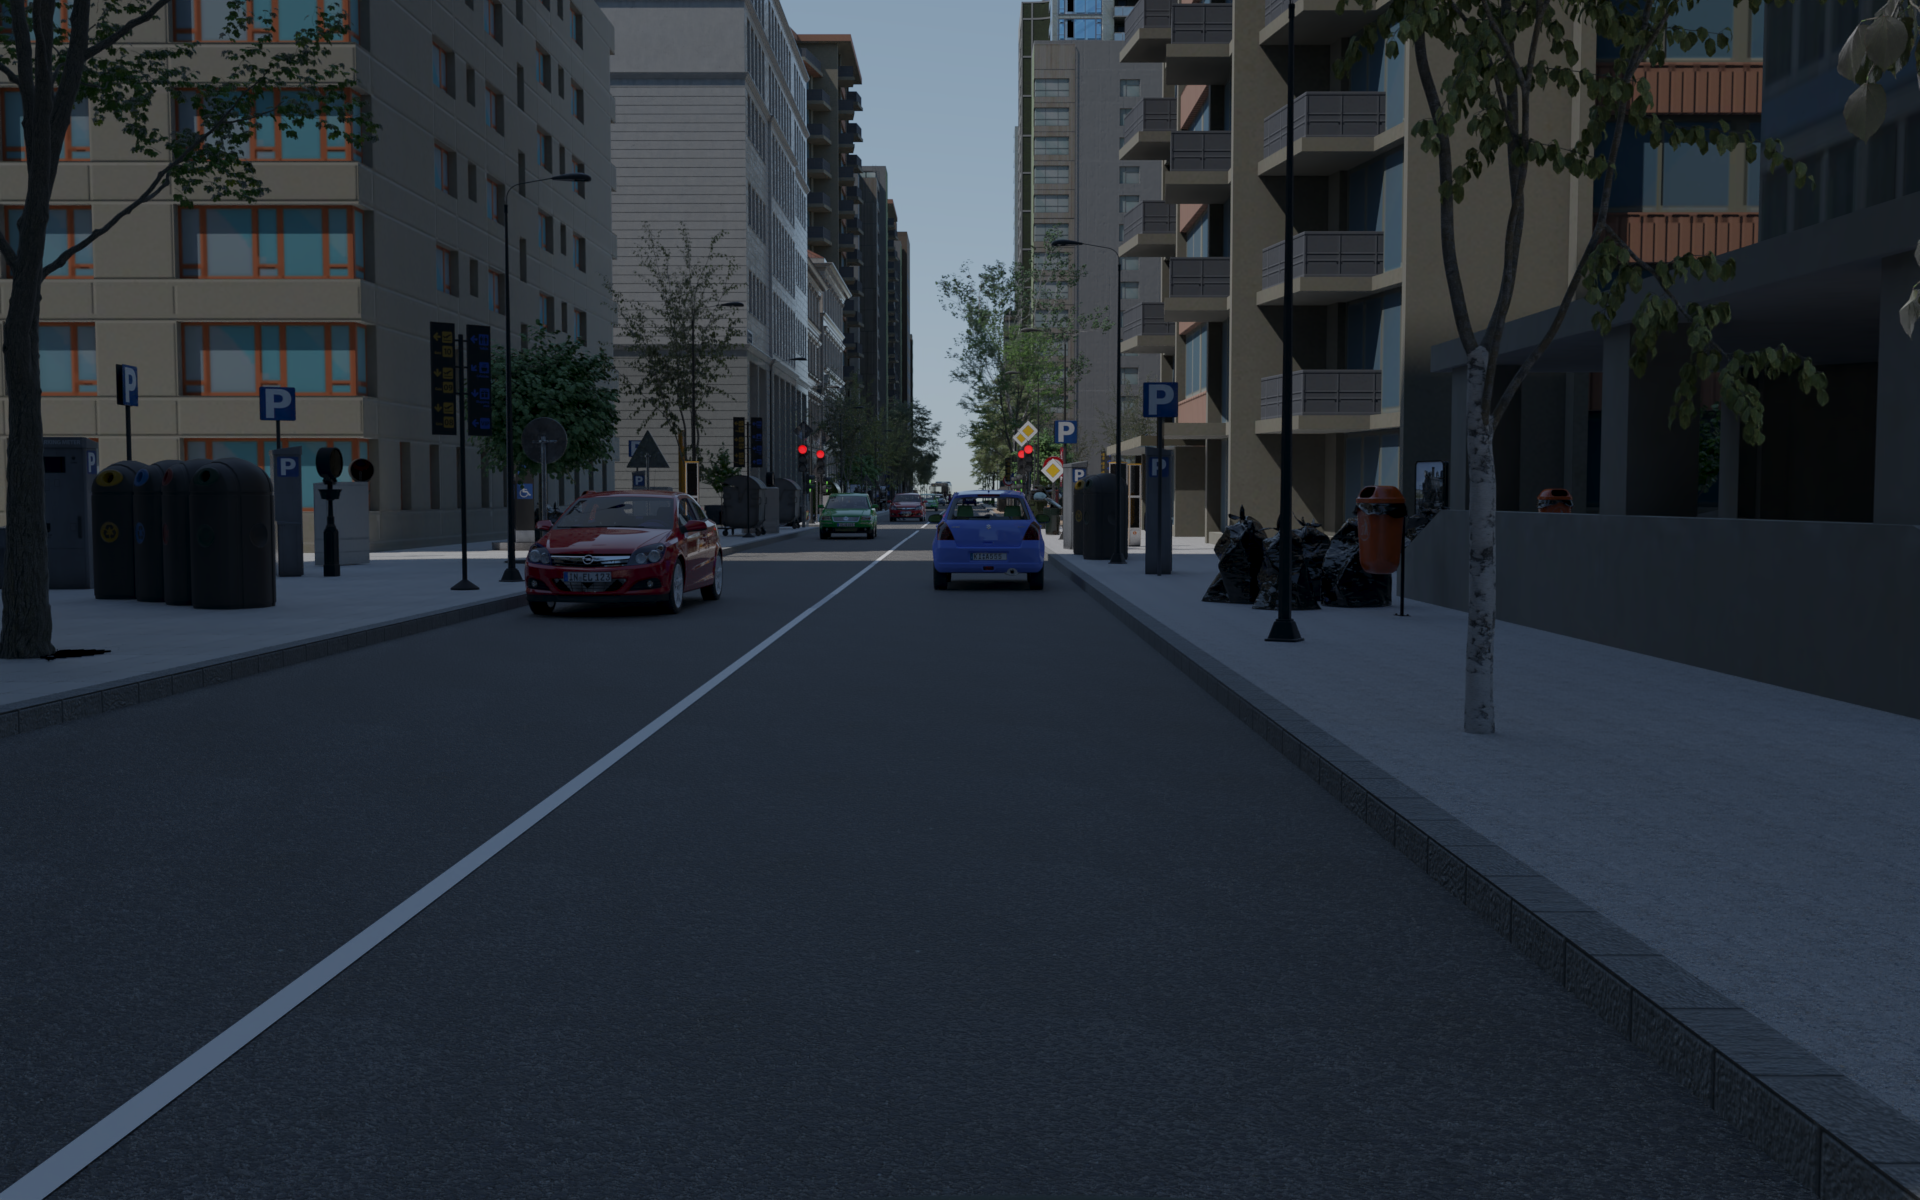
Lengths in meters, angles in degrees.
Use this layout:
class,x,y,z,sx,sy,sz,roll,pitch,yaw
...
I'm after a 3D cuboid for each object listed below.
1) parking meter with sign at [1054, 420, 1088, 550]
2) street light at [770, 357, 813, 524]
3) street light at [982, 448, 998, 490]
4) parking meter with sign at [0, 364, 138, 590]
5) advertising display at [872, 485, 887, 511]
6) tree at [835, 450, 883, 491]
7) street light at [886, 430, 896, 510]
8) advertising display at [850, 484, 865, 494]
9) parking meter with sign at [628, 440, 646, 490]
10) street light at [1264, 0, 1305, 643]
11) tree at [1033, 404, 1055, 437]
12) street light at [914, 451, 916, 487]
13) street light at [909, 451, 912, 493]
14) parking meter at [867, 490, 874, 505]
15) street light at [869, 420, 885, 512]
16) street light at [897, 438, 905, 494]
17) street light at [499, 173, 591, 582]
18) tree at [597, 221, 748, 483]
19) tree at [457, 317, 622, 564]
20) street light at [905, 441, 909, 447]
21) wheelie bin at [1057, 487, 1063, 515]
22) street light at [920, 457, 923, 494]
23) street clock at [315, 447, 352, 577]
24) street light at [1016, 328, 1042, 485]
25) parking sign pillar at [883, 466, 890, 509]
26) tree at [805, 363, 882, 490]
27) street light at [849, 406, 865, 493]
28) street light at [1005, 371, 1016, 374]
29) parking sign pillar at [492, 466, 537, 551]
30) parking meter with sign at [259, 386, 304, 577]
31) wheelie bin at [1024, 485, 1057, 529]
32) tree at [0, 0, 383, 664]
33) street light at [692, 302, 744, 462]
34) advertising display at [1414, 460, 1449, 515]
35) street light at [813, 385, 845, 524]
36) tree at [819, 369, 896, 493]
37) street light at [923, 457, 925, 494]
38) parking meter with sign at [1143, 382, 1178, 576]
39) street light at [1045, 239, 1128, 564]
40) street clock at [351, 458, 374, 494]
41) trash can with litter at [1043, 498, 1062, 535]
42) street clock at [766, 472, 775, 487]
class,x,y,z,sx,sy,sz,roll,pitch,yaw
parking meter with sign,2.661,-2.690,40.242,0.543,3.016,1.738,-1,4,-11
street light,-5.888,-5.283,58.912,1.470,5.913,1.316,0,4,0
street light,2.886,-12.337,174.254,1.470,5.913,1.316,0,4,0
parking meter with sign,-12.081,-1.660,23.407,1.738,3.016,0.543,0,4,-6
advertising display,-6.047,-7.693,130.991,0.974,1.923,0.123,0,4,6
tree,-7.062,-8.401,121.062,4.285,4.588,4.351,0,3,0
street light,-5.557,-9.350,125.414,1.470,5.913,1.316,0,4,0
advertising display,-6.548,-6.438,110.477,0.974,1.923,0.123,0,4,5
parking meter with sign,-10.271,-3.608,55.252,0.543,3.016,1.738,-1,4,-12
street light,2.294,-2.595,14.966,1.470,5.913,1.316,0,4,0
tree,7.424,-11.317,135.389,4.360,8.622,3.978,0,3,0
street light,-5.372,-12.991,184.951,1.470,5.913,1.316,0,4,0
street light,-5.511,-11.965,168.168,1.470,5.913,1.316,0,4,0
parking meter,-5.813,-6.398,113.014,0.372,1.533,0.369,0,3,0
street light,-5.648,-8.324,108.631,1.470,5.913,1.316,0,4,0
street light,-5.505,-10.383,142.309,1.470,5.913,1.316,0,4,0
street light,-6.028,-3.221,25.201,1.470,5.913,1.316,0,4,0
tree,-7.420,-5.850,46.006,4.360,8.622,3.978,0,3,0
tree,-7.817,-2.983,32.491,4.285,4.588,4.351,0,3,0
street light,-5.434,-10.938,151.384,1.470,5.913,1.316,0,4,0
wheelie bin,3.926,-4.096,74.874,0.980,1.594,0.693,0,4,-7
street light,-5.318,-14.018,201.734,1.470,5.913,1.316,0,4,0
street clock,-9.777,-1.366,26.903,0.358,2.002,0.471,0,4,6
street light,2.396,-4.649,48.545,1.470,5.913,1.316,0,4,0
parking sign pillar,-6.181,-9.755,147.965,1.447,3.967,1.447,0,4,-1
tree,-6.683,-8.964,96.918,4.360,8.622,3.978,0,3,0
street light,-5.767,-7.297,91.848,1.470,5.913,1.316,0,4,0
street light,2.418,-5.692,65.604,1.470,5.913,1.316,0,4,0
parking sign pillar,-10.018,-3.133,39.692,1.447,3.967,1.447,-1,4,-17
parking meter with sign,-10.726,-1.911,27.499,0.543,3.016,1.738,-2,4,-27
wheelie bin,2.904,-3.397,63.454,0.693,1.594,0.980,-2,4,-27
tree,-7.189,-5.353,13.283,9.928,11.665,9.643,0,3,0
street light,-5.913,-4.247,41.984,1.470,5.913,1.316,0,4,0
advertising display,8.945,-1.693,32.895,0.123,1.923,0.974,-1,4,-18
street light,-5.830,-6.216,74.180,1.470,5.913,1.316,0,4,0
tree,-6.667,-9.312,102.620,4.737,8.622,4.395,0,3,0
street light,-5.158,-16.028,234.592,1.470,5.913,1.316,0,4,0
parking meter with sign,3.223,-1.933,27.864,0.543,3.016,1.738,0,4,7
street light,2.368,-3.621,31.749,1.470,5.913,1.316,0,4,0
street clock,-12.180,-1.878,35.271,0.471,2.002,0.358,-2,4,-30
trash can with litter,3.134,-2.611,54.081,1.055,1.170,0.624,1,4,20
street clock,-6.183,-3.174,56.470,0.358,2.002,0.471,0,4,3
